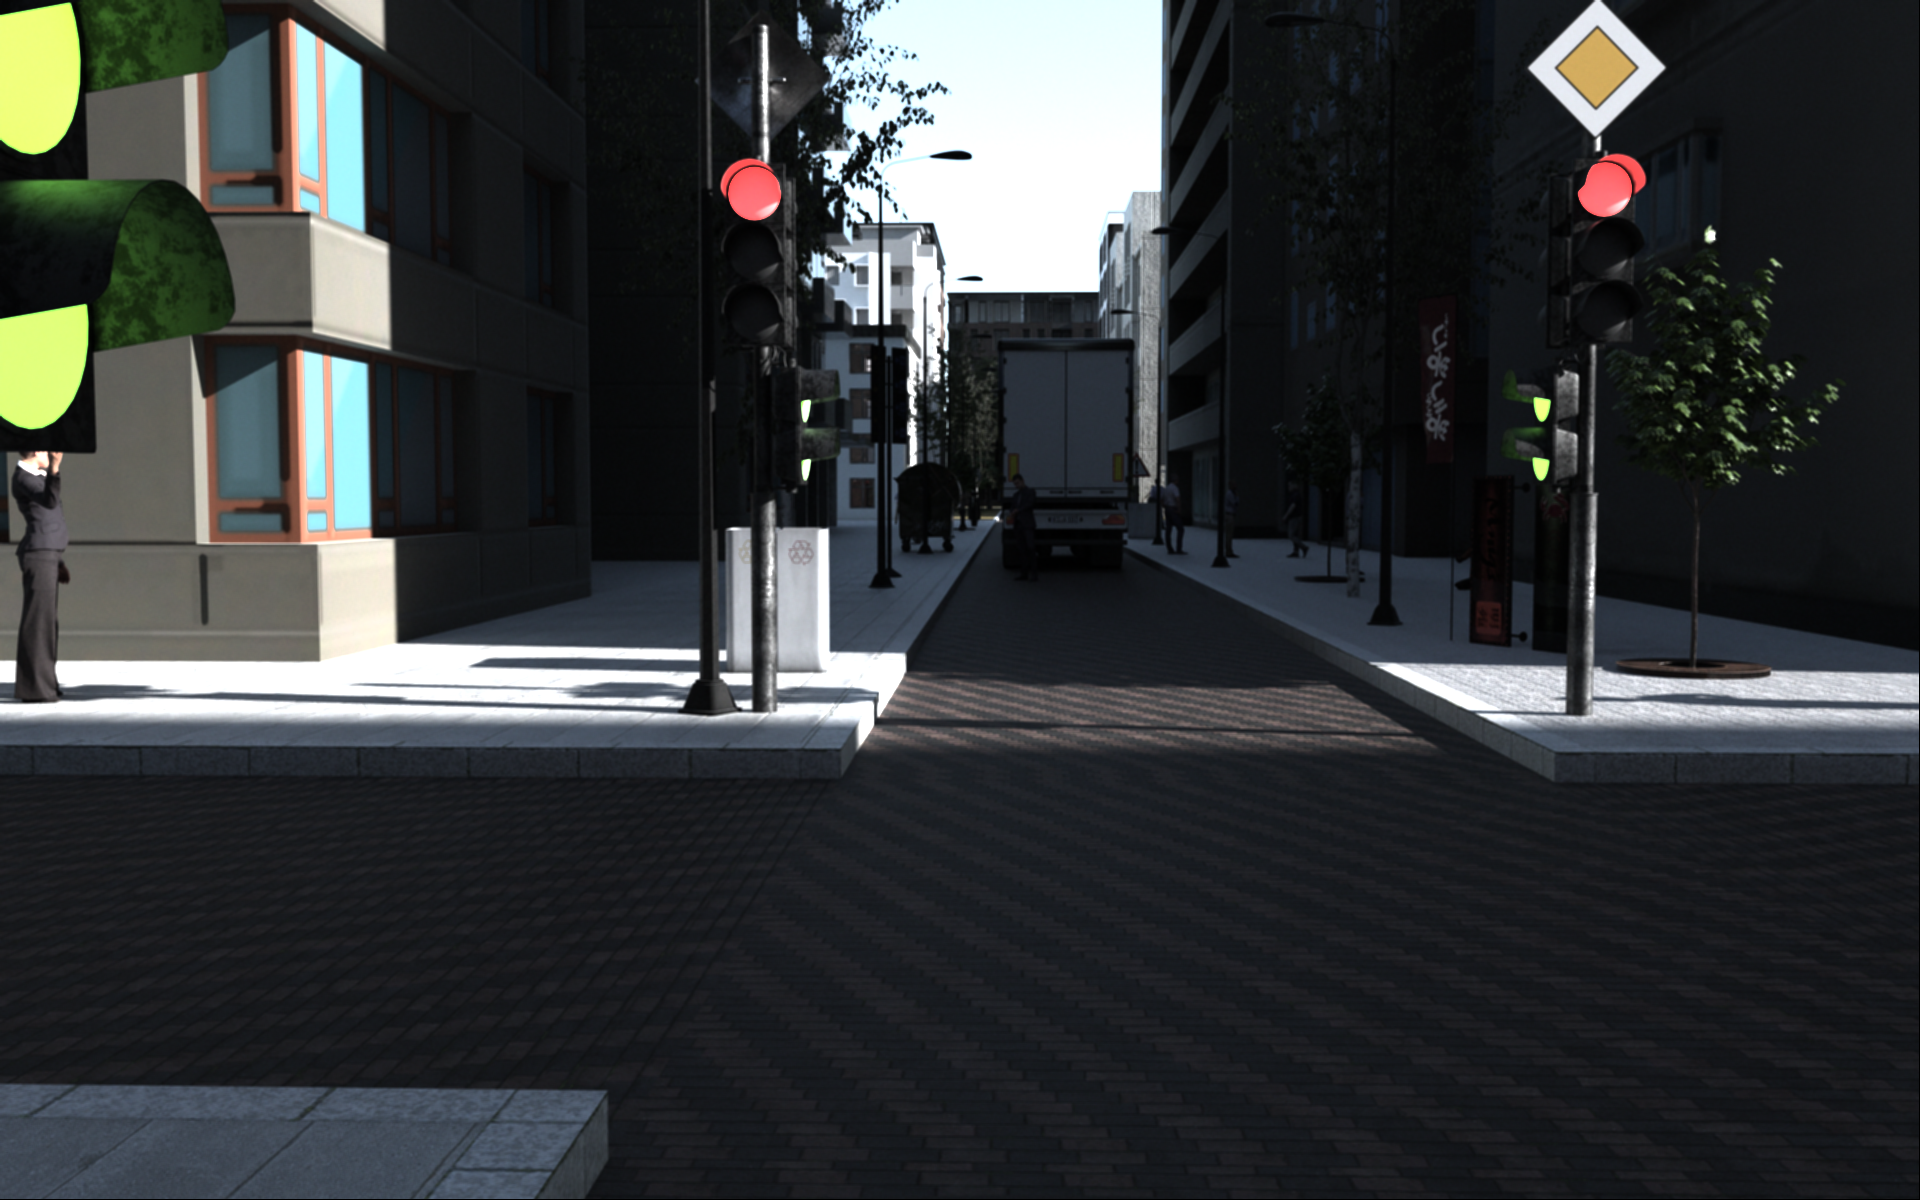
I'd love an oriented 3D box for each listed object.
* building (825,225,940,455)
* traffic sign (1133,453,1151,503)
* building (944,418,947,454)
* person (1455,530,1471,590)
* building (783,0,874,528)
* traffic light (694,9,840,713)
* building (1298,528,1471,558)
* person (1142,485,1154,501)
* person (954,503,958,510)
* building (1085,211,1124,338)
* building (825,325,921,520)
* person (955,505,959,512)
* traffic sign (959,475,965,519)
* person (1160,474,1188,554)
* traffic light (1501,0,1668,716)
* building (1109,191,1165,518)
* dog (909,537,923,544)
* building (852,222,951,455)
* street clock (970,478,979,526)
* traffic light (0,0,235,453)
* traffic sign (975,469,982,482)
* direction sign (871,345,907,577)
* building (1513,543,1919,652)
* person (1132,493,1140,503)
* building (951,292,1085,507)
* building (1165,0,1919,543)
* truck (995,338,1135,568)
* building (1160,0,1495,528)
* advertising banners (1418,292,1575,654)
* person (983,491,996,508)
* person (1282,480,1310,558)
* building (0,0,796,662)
[{"bbox_3d":[-9.347,-16.127,120.104,16.016,20.091,11.380,0,4,2],"label":"building"},{"bbox_3d":[5.536,-3.319,54.275,0.884,2.594,0.081,1,4,9],"label":"traffic sign"},{"bbox_3d":[-15.373,-14.423,177.959,28.070,9.664,9.099,0,4,2],"label":"building"},{"bbox_3d":[6.881,-0.539,23.138,0.655,0.850,0.859,-2,4,-35],"label":"person"},{"bbox_3d":[-15.382,-26.698,56.128,23.786,49.044,30.456,0,4,2],"label":"building"},{"bbox_3d":[-1.134,-1.295,10.099,0.839,4.253,0.868,0,4,2],"label":"traffic light"},{"bbox_3d":[15.734,-23.850,40.062,14.600,45.320,14.200,0,4,2],"label":"building"},{"bbox_3d":[9.925,-5.064,89.550,1.217,1.735,0.721,-2,4,-35],"label":"person"},{"bbox_3d":[-0.266,-8.149,139.833,0.990,1.755,0.434,-2,4,-23],"label":"person"},{"bbox_3d":[25.117,-18.182,141.245,27.936,21.610,32.646,0,4,2],"label":"building"},{"bbox_3d":[-6.781,-9.656,100.020,9.099,9.664,28.070,0,4,2],"label":"building"},{"bbox_3d":[-0.174,-7.114,123.080,1.217,1.743,0.721,0,4,5],"label":"person"},{"bbox_3d":[0.161,-4.006,65.504,0.884,2.594,0.081,0,4,6],"label":"traffic sign"},{"bbox_3d":[4.577,-1.834,36.962,0.436,1.711,0.756,-1,4,-16],"label":"person"},{"bbox_3d":[3.585,-1.287,9.968,0.839,4.253,0.868,0,4,2],"label":"traffic light"},{"bbox_3d":[18.667,-14.866,109.509,16.747,18.905,31.486,0,4,2],"label":"building"},{"bbox_3d":[-1.202,-1.853,44.677,0.513,0.831,0.800,-1,4,-17],"label":"dog"},{"bbox_3d":[-17.834,-18.403,144.866,32.646,21.610,27.936,0,4,2],"label":"building"},{"bbox_3d":[0.569,-3.934,68.895,0.358,2.002,0.471,1,4,14],"label":"street clock"},{"bbox_3d":[-1.384,-0.807,2.118,0.839,4.253,0.868,0,4,2],"label":"traffic light"},{"bbox_3d":[0.643,-5.017,82.132,0.768,2.556,0.104,0,4,2],"label":"traffic sign"},{"bbox_3d":[-1.093,-2.124,26.721,0.379,3.537,0.876,2,4,35],"label":"direction sign"},{"bbox_3d":[18.582,-24.299,20.990,21.600,48.544,21.300,0,4,2],"label":"building"},{"bbox_3d":[6.874,-3.525,67.593,0.340,1.345,0.435,-1,4,-19],"label":"person"},{"bbox_3d":[15.242,-20.877,185.317,32.646,21.610,27.936,0,4,2],"label":"building"},{"bbox_3d":[18.646,-26.572,58.161,21.300,48.544,21.600,0,4,2],"label":"building"},{"bbox_3d":[2.099,-2.931,36.837,2.839,4.237,11.283,0,4,2],"label":"truck"},{"bbox_3d":[16.449,-26.090,76.677,14.600,45.320,14.200,0,4,2],"label":"building"},{"bbox_3d":[4.518,-1.127,14.613,0.090,3.025,2.074,-2,4,-24],"label":"advertising banners"},{"bbox_3d":[2.511,-8.697,148.207,1.348,1.831,0.705,-2,4,-27],"label":"person"},{"bbox_3d":[6.747,-1.621,34.749,0.569,1.553,0.471,-3,4,-38],"label":"person"},{"bbox_3d":[-18.254,-11.155,27.421,27.650,21.520,28.899,0,4,2],"label":"building"}]
